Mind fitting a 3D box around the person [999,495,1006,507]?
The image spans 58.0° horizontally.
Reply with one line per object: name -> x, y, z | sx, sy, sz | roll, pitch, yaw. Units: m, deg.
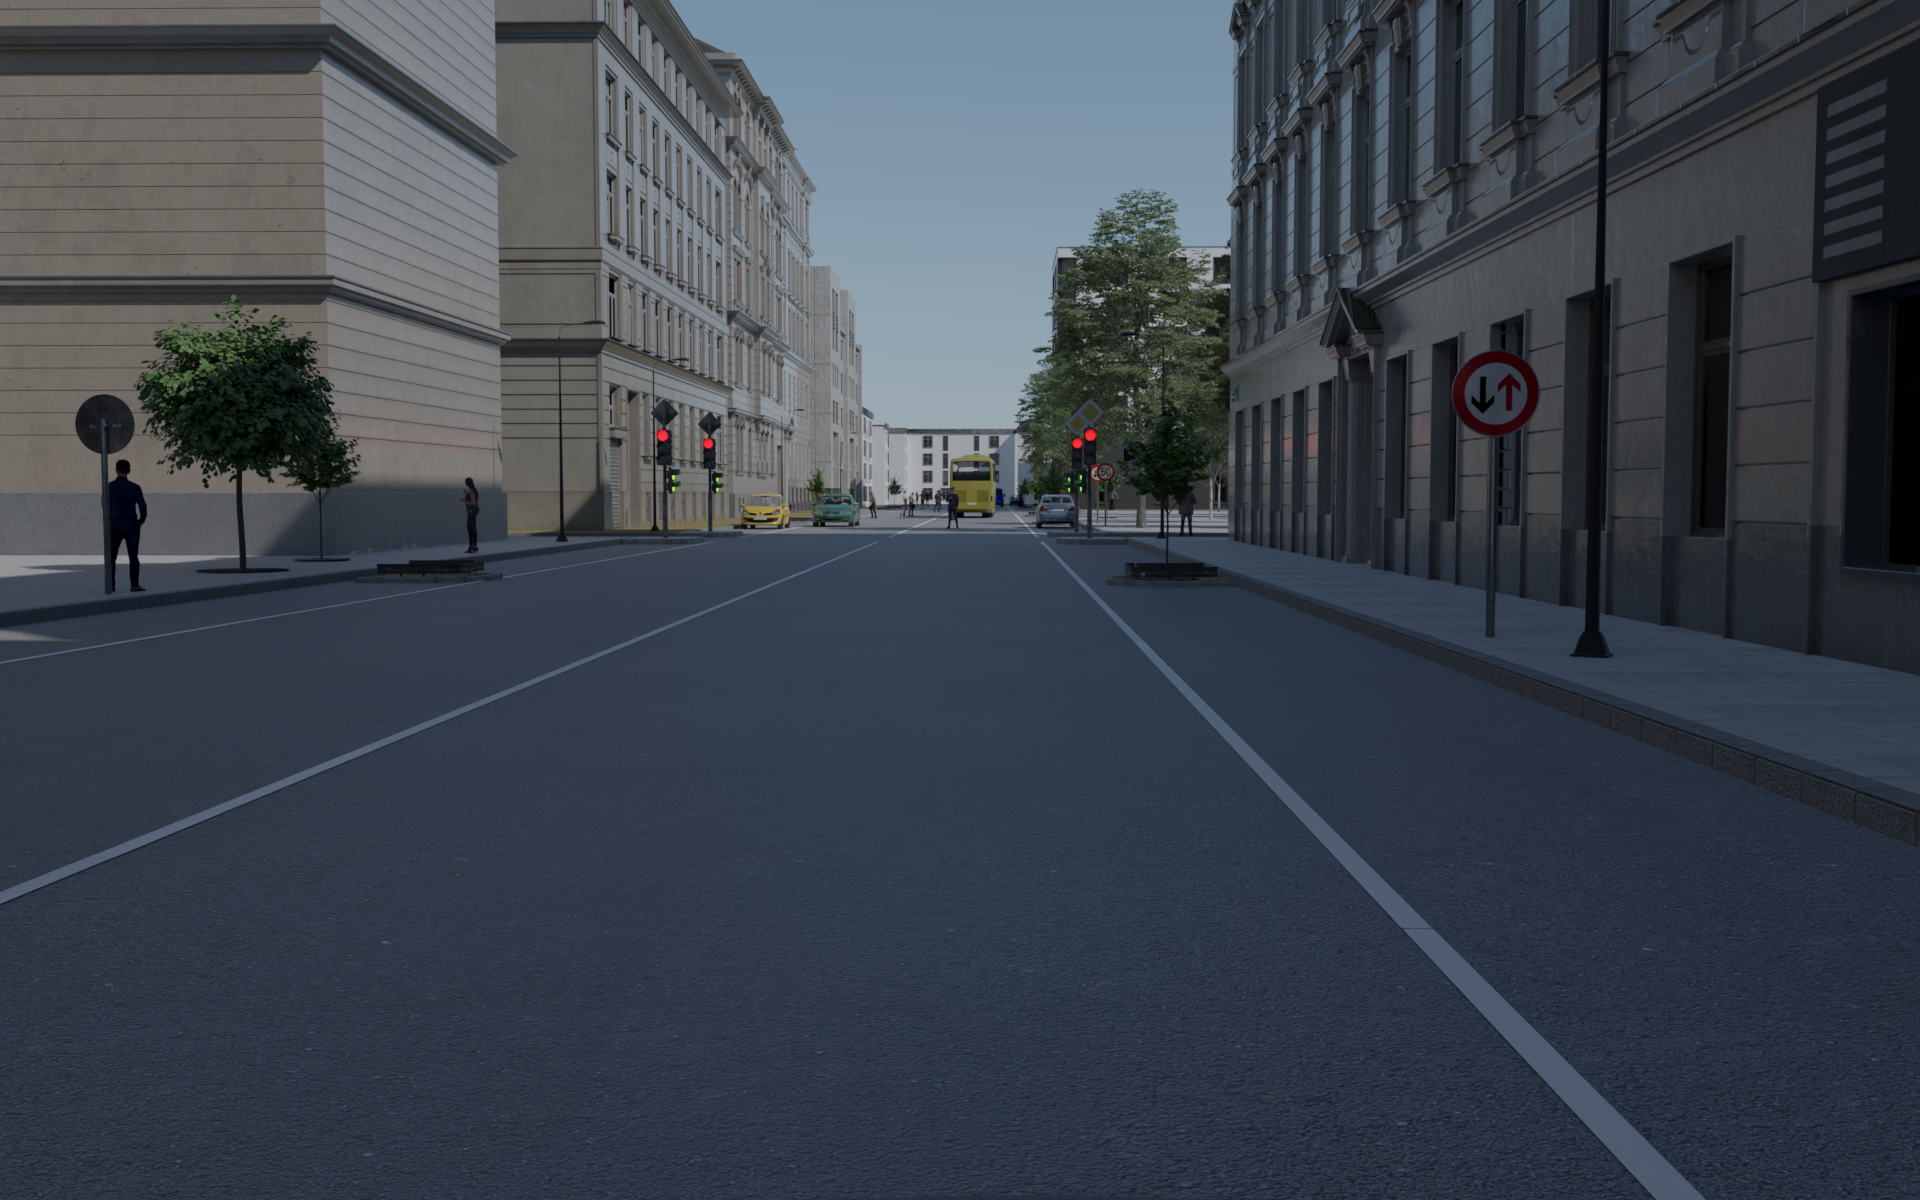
person -> 4.522, -11.187, 192.135 | 1.217, 1.735, 0.721 | 2, 4, 29

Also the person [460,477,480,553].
person -> -10.645, -1.836, 37.527 | 0.593, 1.643, 0.415 | 3, 4, 38

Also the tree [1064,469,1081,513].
tree -> 7.742, -7.589, 118.685 | 1.663, 3.219, 1.824 | 0, 3, 0

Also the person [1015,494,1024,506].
person -> 6.171, -10.350, 177.690 | 0.705, 1.831, 1.348 | -3, 5, -39

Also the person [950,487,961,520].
person -> -0.228, -5.244, 94.112 | 0.599, 1.838, 0.709 | 0, 4, -2

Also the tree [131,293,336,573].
tree -> -11.901, -2.747, 28.627 | 4.285, 4.588, 4.351 | 0, 3, 0

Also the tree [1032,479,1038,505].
tree -> 8.907, -12.897, 205.467 | 1.663, 3.219, 1.824 | 0, 3, 0

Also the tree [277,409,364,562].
tree -> -12.330, -2.349, 33.008 | 1.663, 3.219, 1.824 | 0, 3, 0

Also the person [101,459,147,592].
person -> -10.983, -0.982, 22.805 | 0.576, 1.737, 0.504 | -1, 4, -16

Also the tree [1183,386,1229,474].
tree -> 15.280, -10.487, 93.519 | 6.751, 12.117, 7.091 | 0, 3, 0

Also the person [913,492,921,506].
person -> -5.199, -12.310, 210.492 | 1.217, 1.735, 0.721 | -2, 4, -25

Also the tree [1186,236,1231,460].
tree -> 13.429, -10.337, 76.430 | 7.806, 13.903, 7.818 | 0, 3, 0

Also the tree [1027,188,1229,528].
tree -> 6.459, -8.995, 65.197 | 7.486, 12.596, 7.792 | 0, 3, 0

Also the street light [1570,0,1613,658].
street light -> 4.460, -2.508, 13.551 | 1.470, 5.913, 1.316 | 0, 4, 1

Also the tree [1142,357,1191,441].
tree -> 14.784, -11.040, 114.913 | 7.601, 10.594, 8.767 | -2, 4, -25

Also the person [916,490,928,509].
person -> -3.642, -9.723, 167.476 | 1.348, 1.824, 0.705 | -3, 4, -36

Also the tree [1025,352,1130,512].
tree -> 8.573, -12.268, 126.329 | 9.928, 11.665, 9.643 | 0, 3, 0

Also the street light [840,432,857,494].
street light -> -8.424, -9.622, 129.868 | 1.470, 5.913, 1.316 | 0, 4, 1

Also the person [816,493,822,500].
person -> -9.724, -6.772, 120.002 | 0.421, 1.427, 0.697 | 1, 4, 18

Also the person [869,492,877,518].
person -> -5.127, -5.593, 102.165 | 0.590, 1.554, 0.614 | -2, 4, -24

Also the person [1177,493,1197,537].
person -> 6.994, -2.703, 53.512 | 0.655, 1.722, 0.431 | 1, 4, 12

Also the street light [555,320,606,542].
street light -> -10.132, -4.509, 46.265 | 1.470, 5.913, 1.316 | 0, 4, 1

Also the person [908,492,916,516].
person -> -3.160, -6.232, 112.611 | 0.590, 1.554, 0.614 | -2, 4, -26

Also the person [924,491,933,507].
person -> -3.647, -11.324, 194.170 | 1.217, 1.766, 0.721 | 1, 4, 21

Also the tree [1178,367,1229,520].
tree -> 12.579, -8.240, 85.080 | 4.360, 8.622, 3.978 | 0, 3, 0

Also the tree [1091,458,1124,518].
tree -> 7.827, -5.975, 92.290 | 1.663, 3.219, 1.824 | 0, 3, 0

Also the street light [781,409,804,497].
street light -> -9.163, -7.454, 94.419 | 1.470, 5.913, 1.316 | 0, 4, 1

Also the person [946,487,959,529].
person -> -0.321, -3.824, 71.941 | 0.541, 1.710, 0.530 | 1, 4, 23

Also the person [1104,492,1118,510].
person -> 12.053, -8.037, 137.438 | 1.348, 1.826, 0.705 | 3, 5, 40

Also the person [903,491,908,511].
person -> -4.724, -8.515, 148.662 | 0.436, 1.711, 0.756 | 3, 4, 38

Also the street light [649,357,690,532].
street light -> -9.878, -5.286, 58.969 | 1.470, 5.913, 1.316 | 0, 4, 1

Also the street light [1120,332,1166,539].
street light -> 5.281, -4.721, 49.726 | 1.470, 5.913, 1.316 | 0, 4, 1

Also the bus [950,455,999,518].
bus -> 0.880, -7.085, 107.385 | 2.896, 3.916, 12.252 | 0, 4, 2

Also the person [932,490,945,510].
person -> -1.905, -9.067, 156.846 | 1.348, 1.812, 0.705 | -2, 4, -35

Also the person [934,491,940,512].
person -> -1.793, -7.801, 136.969 | 0.530, 1.710, 0.541 | -2, 4, -25

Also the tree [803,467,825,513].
tree -> -9.636, -7.569, 118.354 | 1.663, 3.219, 1.824 | 0, 3, 0

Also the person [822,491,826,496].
person -> -10.385, -7.574, 132.351 | 0.387, 1.526, 0.523 | 0, 4, 5

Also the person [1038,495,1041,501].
person -> 8.630, -11.091, 187.466 | 0.705, 1.814, 1.350 | -1, 4, -9

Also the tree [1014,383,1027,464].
tree -> 7.893, -13.448, 138.000 | 7.486, 12.596, 7.792 | 0, 3, 0
